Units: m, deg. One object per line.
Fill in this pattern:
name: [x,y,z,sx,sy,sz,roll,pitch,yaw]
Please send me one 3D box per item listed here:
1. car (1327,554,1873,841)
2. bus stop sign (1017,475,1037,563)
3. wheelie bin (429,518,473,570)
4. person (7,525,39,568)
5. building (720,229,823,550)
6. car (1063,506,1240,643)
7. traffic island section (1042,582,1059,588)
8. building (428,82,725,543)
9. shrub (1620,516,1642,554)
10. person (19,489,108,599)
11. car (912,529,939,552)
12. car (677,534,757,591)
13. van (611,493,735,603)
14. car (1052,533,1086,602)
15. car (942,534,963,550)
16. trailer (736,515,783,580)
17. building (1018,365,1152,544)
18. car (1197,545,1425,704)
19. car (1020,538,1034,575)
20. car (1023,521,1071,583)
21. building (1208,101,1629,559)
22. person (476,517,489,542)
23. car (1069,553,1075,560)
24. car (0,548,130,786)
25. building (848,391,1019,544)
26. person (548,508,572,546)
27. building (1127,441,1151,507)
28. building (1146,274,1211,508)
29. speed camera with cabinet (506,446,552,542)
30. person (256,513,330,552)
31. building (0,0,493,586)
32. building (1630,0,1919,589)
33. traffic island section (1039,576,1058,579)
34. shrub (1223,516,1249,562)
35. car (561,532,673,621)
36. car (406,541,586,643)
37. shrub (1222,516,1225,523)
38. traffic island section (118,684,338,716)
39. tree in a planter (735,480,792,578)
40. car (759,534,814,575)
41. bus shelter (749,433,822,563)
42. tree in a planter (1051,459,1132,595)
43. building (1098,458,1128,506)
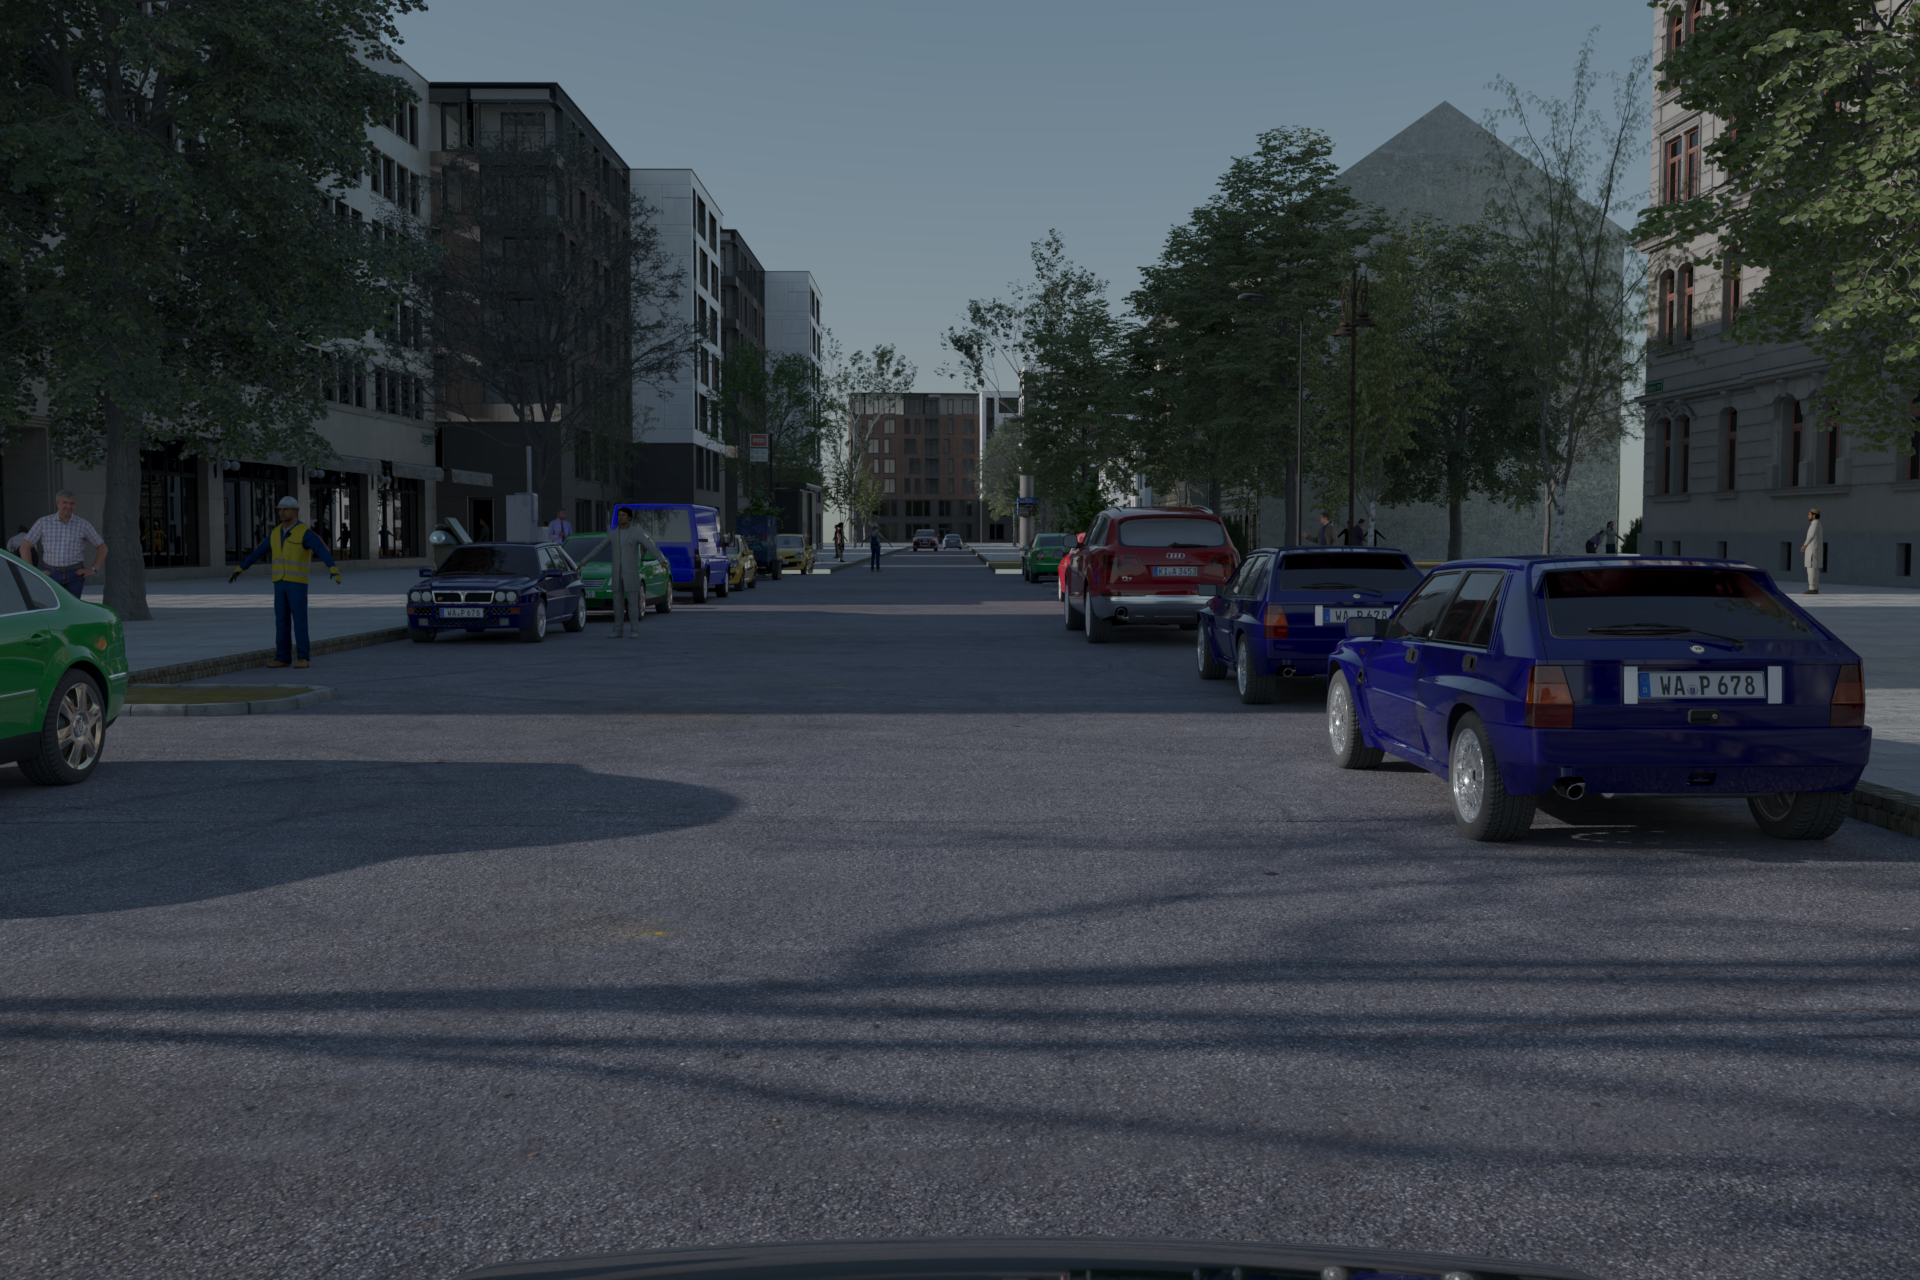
car: [3.193,0.192,9.440,1.945,1.354,3.894,0,4,-2]
bus stop sign: [3.015,-5.445,78.047,0.837,3.901,0.837,0,4,-1]
wheelie bin: [-9.758,-1.548,33.214,0.693,1.594,0.980,0,4,-1]
person: [-15.585,-1.203,28.907,0.799,1.438,0.628,2,4,29]
building: [-25.605,-17.647,132.496,27.936,21.610,32.646,0,4,0]
car: [2.632,-0.953,24.252,2.281,1.827,5.304,0,4,-2]
traffic island section: [3.252,-1.492,47.254,1.991,0.108,1.994,0,4,0]
building: [-28.892,-15.345,94.873,27.936,21.610,32.646,0,4,-1]
shrub: [26.841,-3.906,68.285,1.690,2.028,1.600,0,3,0]
person: [-8.611,-0.591,16.647,0.756,1.711,0.436,-1,4,-23]
car: [-2.860,-8.272,143.924,2.281,1.827,5.304,0,3,0]
car: [-6.262,-2.098,44.527,2.015,1.641,3.980,0,3,0]
van: [-6.179,-2.020,37.403,2.240,2.365,5.245,0,3,0]
car: [2.991,-1.606,35.302,2.155,1.783,4.494,0,4,0]
car: [-0.705,-9.040,159.805,2.014,1.417,4.499,0,4,-1]
trailer: [-6.336,-2.835,53.395,1.471,1.999,3.904,0,4,0]
building: [21.447,-23.354,225.818,27.936,21.610,32.646,0,4,-1]
car: [3.224,-0.204,15.908,1.945,1.354,3.894,0,3,0]
car: [3.037,-2.846,59.118,1.945,1.354,3.894,0,4,-1]
car: [2.886,-2.626,51.739,1.959,1.807,4.718,0,4,-1]
building: [24.599,-16.300,97.439,19.493,23.208,18.063,0,4,0]
person: [-15.185,-3.003,55.170,0.705,1.821,1.348,0,4,-4]
car: [2.965,-1.241,29.326,2.155,1.783,4.494,0,4,-1]
car: [-5.924,0.015,8.551,1.959,1.807,4.718,0,4,0]
building: [-0.229,-25.259,259.419,32.646,21.610,27.936,0,4,-5]
person: [-8.498,-1.910,37.143,0.709,1.838,0.599,-3,5,-41]
building: [19.616,-12.246,142.364,9.099,9.664,28.070,0,4,0]
building: [23.182,-17.420,115.741,19.493,23.208,18.063,0,4,0]
speed camera with cabinet: [-9.874,-2.774,39.691,0.660,3.252,2.038,0,3,0]
person: [-11.769,-1.492,30.562,1.345,1.807,0.704,-3,4,-38]
building: [-30.973,-15.433,54.495,24.374,26.755,37.873,0,3,0]
building: [28.598,-15.768,45.202,14.401,28.519,23.554,0,4,0]
traffic island section: [3.166,-2.015,55.807,1.991,0.108,1.994,0,4,-1]
shrub: [10.290,-3.781,66.241,1.690,2.028,1.600,0,3,0]
car: [-6.115,-1.293,29.935,1.959,1.807,4.718,0,4,0]
car: [-6.377,-0.702,24.059,1.945,1.354,3.894,0,4,0]
shrub: [10.449,-3.952,69.036,1.690,2.028,1.600,0,3,0]
traffic island section: [-6.410,0.506,14.593,1.991,0.108,1.994,0,4,0]
tree in a planter: [-6.584,-3.651,56.913,1.991,3.239,1.994,0,4,1]
car: [-6.239,-3.180,62.217,2.015,1.641,3.980,0,4,0]
bus shelter: [-7.240,-5.752,71.682,2.179,5.291,8.768,0,4,1]
tree in a planter: [3.186,-2.701,41.389,1.991,3.239,1.994,0,4,1]
building: [21.014,-15.243,191.372,9.099,9.664,28.070,0,4,-1]
